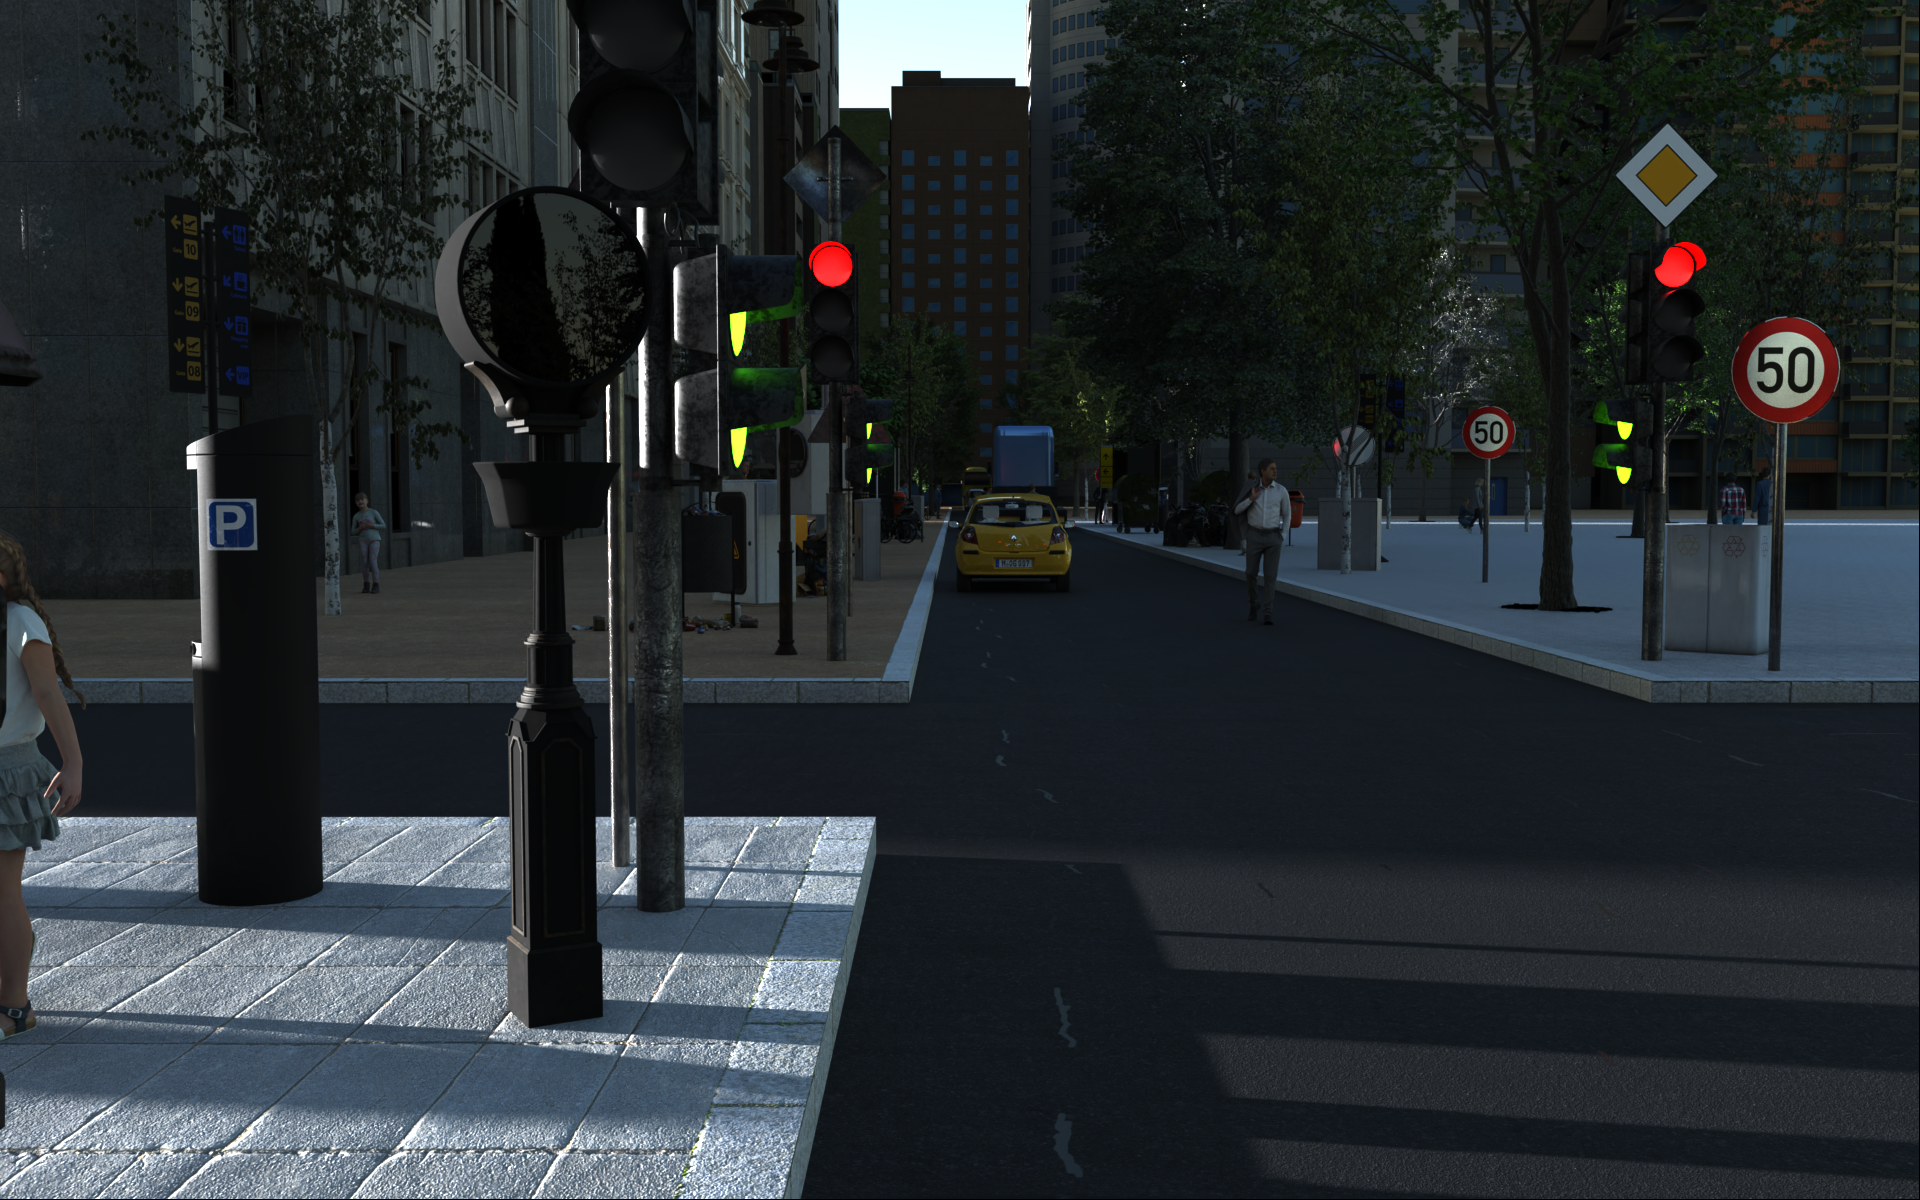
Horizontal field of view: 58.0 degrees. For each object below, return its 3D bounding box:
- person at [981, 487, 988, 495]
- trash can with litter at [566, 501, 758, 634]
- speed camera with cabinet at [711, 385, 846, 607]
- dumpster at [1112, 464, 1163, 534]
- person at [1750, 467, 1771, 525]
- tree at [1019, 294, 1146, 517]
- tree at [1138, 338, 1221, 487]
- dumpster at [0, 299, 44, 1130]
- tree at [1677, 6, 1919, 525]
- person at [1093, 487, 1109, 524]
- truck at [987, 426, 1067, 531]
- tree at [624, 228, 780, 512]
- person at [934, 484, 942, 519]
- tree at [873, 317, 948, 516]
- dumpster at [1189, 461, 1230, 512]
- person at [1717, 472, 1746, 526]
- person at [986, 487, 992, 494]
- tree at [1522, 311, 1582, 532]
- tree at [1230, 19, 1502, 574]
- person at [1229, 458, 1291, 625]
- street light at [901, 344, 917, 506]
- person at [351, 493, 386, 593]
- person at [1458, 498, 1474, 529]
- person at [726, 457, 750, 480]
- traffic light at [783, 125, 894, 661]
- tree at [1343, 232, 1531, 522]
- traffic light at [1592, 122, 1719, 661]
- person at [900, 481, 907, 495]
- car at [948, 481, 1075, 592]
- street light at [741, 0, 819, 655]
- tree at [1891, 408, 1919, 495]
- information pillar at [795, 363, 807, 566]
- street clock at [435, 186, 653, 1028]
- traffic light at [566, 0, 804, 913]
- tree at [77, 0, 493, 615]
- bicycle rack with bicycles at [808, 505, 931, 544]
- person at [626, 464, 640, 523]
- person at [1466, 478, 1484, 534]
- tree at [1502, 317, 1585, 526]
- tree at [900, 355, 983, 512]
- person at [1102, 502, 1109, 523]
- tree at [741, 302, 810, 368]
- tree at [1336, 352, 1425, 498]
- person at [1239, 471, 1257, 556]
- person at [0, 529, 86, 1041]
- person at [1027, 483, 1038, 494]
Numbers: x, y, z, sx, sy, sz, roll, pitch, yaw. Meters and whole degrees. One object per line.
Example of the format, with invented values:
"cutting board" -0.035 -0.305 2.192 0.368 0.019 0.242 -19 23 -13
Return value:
"person" 1.593 -5.996 106.169 1.348 1.869 0.705 3 4 38
"trash can with litter" -2.821 -0.336 16.548 2.233 1.210 1.678 -2 4 -25
"speed camera with cabinet" -2.071 -1.551 19.695 0.660 3.252 2.038 -3 5 -40
"dumpster" 5.818 -3.318 56.740 1.502 2.255 1.985 0 4 0
"person" 16.009 -1.731 34.371 0.581 1.822 0.654 1 4 9
"tree" 6.974 -10.981 97.666 7.486 12.596 7.792 0 3 0
"tree" 10.248 -7.670 75.765 4.360 8.622 3.978 0 3 0
"dumpster" -1.829 0.265 1.419 1.264 1.857 1.865 0 3 0
"tree" 12.944 -4.687 26.992 4.360 8.622 3.978 0 3 0
"person" 6.006 -4.175 73.662 0.648 1.900 0.474 -1 4 -19
"truck" 2.348 -4.457 62.623 2.967 4.110 18.799 0 4 2
"tree" -6.864 -5.862 46.212 4.360 8.622 3.978 0 3 0
"person" -1.106 -5.050 88.785 0.419 1.800 0.721 0 4 3
"tree" -1.795 -10.783 102.059 9.928 11.665 9.643 0 3 0
"dumpster" 7.684 -2.990 51.373 1.502 2.255 1.985 0 4 0
"person" 15.245 -1.668 34.152 0.563 1.720 0.643 -1 4 -8
"person" 1.633 -5.167 92.959 0.705 1.826 1.348 3 4 39
"tree" 19.128 -6.629 58.748 4.737 8.622 4.395 0 3 0
"tree" 6.191 -4.705 27.286 4.737 8.622 4.395 0 3 0
"person" 3.341 -0.653 19.282 0.679 1.850 0.850 0 4 6
"street light" -1.553 -4.935 53.467 0.468 5.910 1.993 0 4 0
"person" -7.657 -0.740 22.428 0.425 1.301 0.394 -1 4 -20
"person" 18.840 -3.224 64.249 0.738 1.151 1.012 1 4 14
"person" -3.342 -1.240 26.233 0.656 1.842 0.836 1 4 14
"traffic light" -0.933 -1.487 13.241 0.839 4.253 0.868 0 4 0
"tree" 21.446 -10.344 79.491 12.009 13.543 11.850 0 3 0
"traffic light" 5.328 -1.490 13.275 0.839 4.253 0.868 0 4 0
"person" -2.301 -4.059 72.265 0.638 1.841 0.748 0 4 7
"car" 0.807 -1.016 26.838 2.015 1.641 3.980 0 4 1
"street light" -1.391 -2.501 13.683 0.468 5.910 1.993 0 4 0
"tree" 53.454 -7.056 78.270 20.602 7.101 11.467 2 4 33
"information pillar" -2.912 -2.418 30.881 0.183 3.616 0.504 3 5 39
"street clock" -1.001 0.021 4.222 0.471 2.002 0.358 -2 4 -30
"traffic light" -0.910 -0.999 5.256 0.839 4.253 0.868 0 4 0
"tree" -6.639 -4.130 17.883 4.360 8.622 3.978 0 3 0
"bicycle rack with bicycles" -2.202 -1.978 45.727 2.925 0.926 2.852 3 5 40
"person" -5.253 -1.376 28.745 0.606 1.804 0.583 0 4 -3
"person" 16.672 -3.026 55.706 0.728 1.800 0.709 2 4 27
"tree" 23.715 -7.305 69.798 4.360 8.622 3.978 0 3 0
"tree" -1.965 -12.667 125.238 7.486 12.596 7.792 0 3 0
"person" 6.526 -4.132 77.886 0.394 1.301 0.425 2 4 34
"tree" -6.296 -6.846 62.287 4.737 8.622 4.395 0 3 0
"tree" 16.495 -7.355 70.610 4.360 8.622 3.978 0 3 0
"person" 6.078 -1.809 36.169 0.519 1.759 0.362 -1 4 -17
"person" -2.215 0.425 4.110 0.505 1.210 0.382 2 4 27
"person" 2.213 -2.691 53.055 0.519 1.759 0.362 0 4 -2
